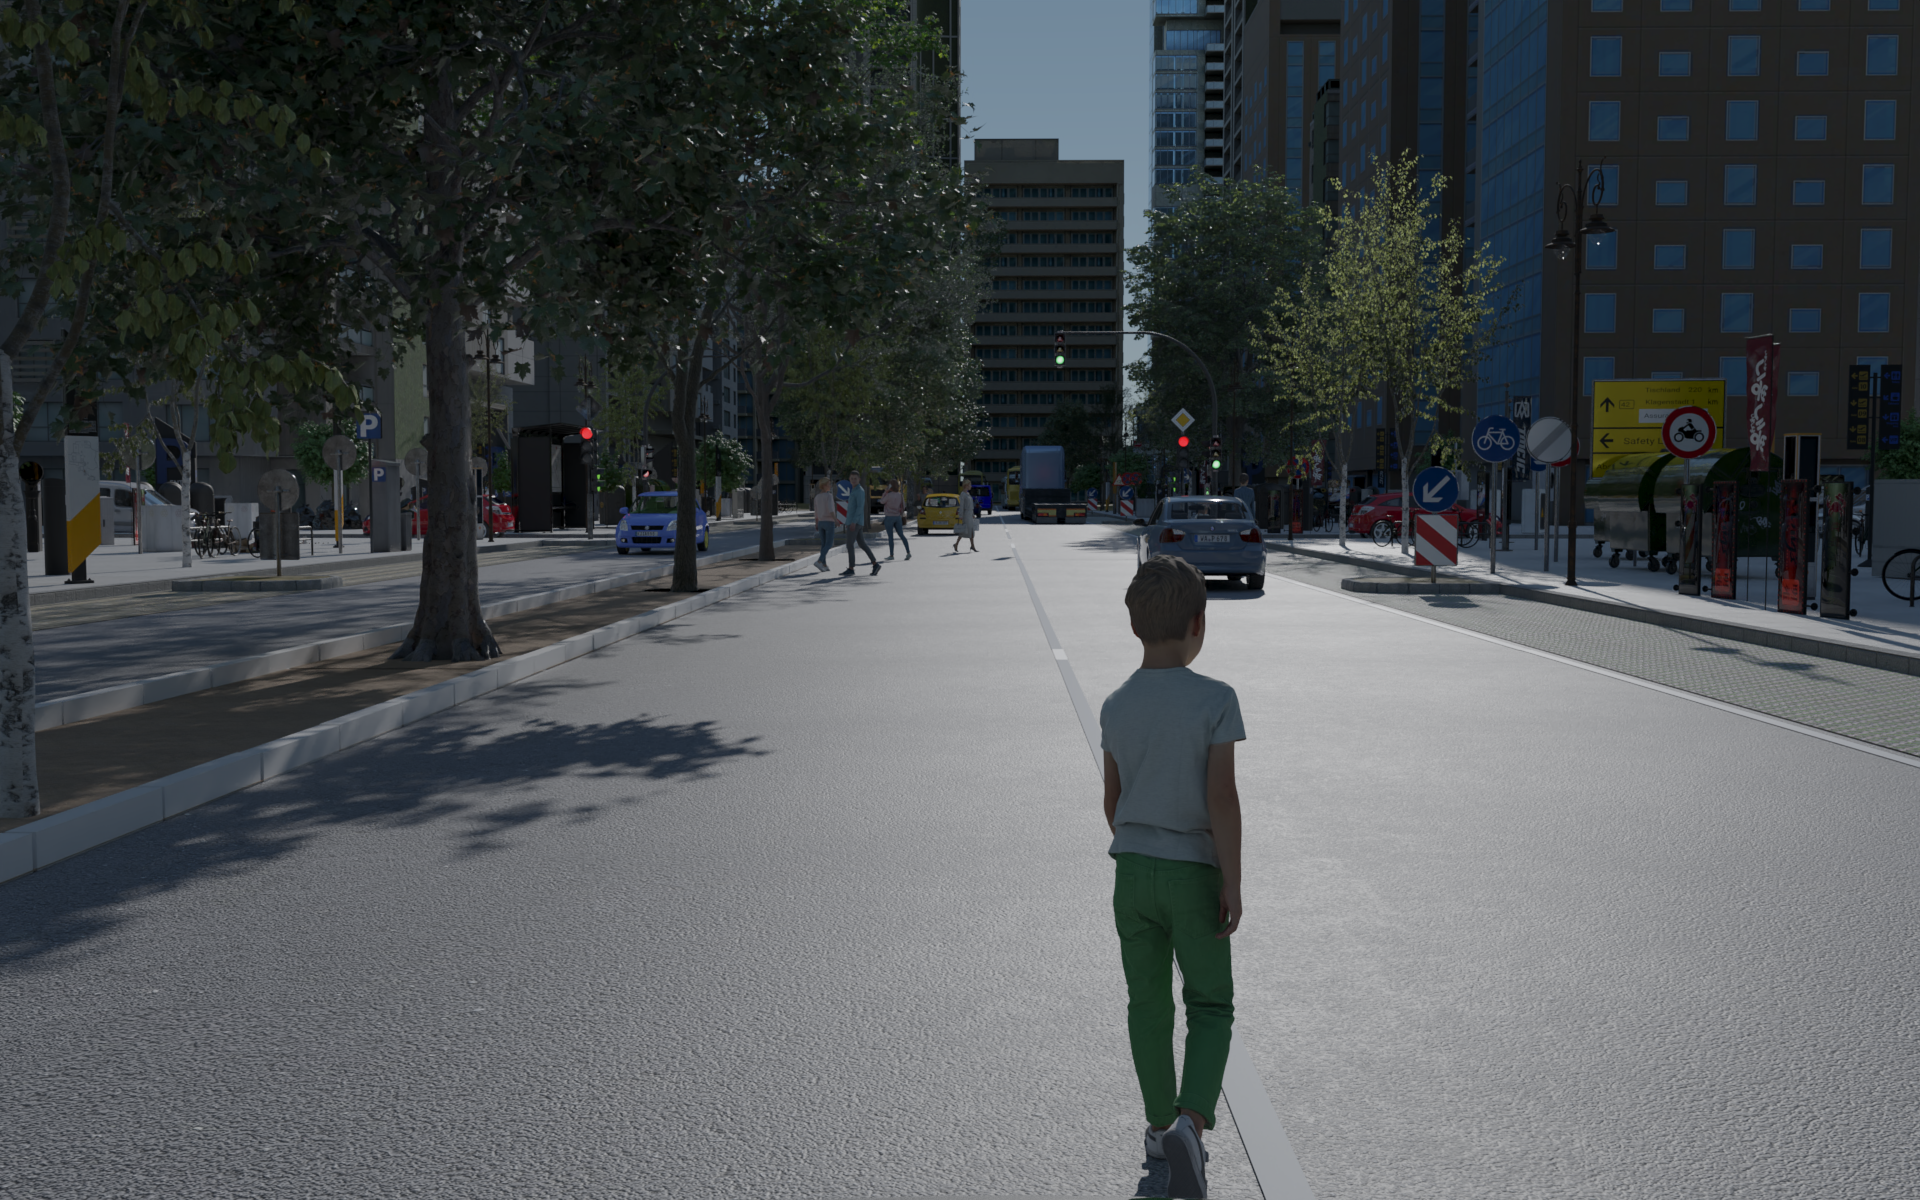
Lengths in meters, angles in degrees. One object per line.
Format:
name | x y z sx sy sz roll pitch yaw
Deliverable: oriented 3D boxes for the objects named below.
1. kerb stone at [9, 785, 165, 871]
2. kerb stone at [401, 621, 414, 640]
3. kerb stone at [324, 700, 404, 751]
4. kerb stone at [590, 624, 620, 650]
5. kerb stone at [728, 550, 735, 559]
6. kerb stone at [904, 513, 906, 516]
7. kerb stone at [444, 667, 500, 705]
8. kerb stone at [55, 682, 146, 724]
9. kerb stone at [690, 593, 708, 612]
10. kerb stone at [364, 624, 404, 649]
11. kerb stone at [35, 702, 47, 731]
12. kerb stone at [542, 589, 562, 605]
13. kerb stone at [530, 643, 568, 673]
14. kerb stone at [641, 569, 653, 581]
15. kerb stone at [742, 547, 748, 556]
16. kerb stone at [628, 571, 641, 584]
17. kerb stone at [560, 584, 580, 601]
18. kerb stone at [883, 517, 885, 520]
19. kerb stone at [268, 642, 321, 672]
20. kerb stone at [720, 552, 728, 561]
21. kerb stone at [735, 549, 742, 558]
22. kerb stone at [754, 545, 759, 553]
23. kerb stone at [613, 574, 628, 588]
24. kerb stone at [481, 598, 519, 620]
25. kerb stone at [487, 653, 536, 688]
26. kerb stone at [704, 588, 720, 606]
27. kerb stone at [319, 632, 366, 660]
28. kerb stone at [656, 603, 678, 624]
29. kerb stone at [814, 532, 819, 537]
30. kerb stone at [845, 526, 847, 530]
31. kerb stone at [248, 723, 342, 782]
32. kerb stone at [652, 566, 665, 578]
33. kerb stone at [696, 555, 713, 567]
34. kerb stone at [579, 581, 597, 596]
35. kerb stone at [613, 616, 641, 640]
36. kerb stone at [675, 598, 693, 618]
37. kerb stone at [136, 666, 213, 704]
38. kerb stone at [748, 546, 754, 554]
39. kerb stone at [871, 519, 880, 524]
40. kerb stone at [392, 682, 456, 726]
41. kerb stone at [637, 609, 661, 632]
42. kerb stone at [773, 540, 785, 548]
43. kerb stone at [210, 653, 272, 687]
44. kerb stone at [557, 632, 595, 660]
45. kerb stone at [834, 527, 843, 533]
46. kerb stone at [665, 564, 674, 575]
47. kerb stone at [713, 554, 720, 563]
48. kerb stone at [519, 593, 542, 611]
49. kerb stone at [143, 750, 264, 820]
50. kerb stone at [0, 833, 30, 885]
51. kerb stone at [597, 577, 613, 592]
kerb stone | -3.558 0.925 7.079 0.120 0.150 1.000 0 4 1
kerb stone | -5.479 0.297 17.337 0.120 0.150 1.000 0 4 1
kerb stone | -3.501 0.737 10.150 0.120 0.150 1.000 0 4 1
kerb stone | -3.392 0.359 16.318 0.120 0.150 1.000 0 4 1
kerb stone | -5.117 -0.959 37.867 0.120 0.150 1.000 0 4 1
kerb stone | -3.642 -6.008 120.423 0.120 0.150 1.000 0 4 1
kerb stone | -3.466 0.612 12.213 0.120 0.150 1.000 0 4 1
kerb stone | -5.585 0.673 11.196 0.120 0.150 1.000 0 4 1
kerb stone | -3.300 0.051 21.447 0.120 0.150 1.000 0 4 1
kerb stone | -5.495 0.360 16.315 0.120 0.150 1.000 0 4 1
kerb stone | -5.604 0.735 10.174 0.120 0.150 1.000 0 4 1
kerb stone | -5.386 -0.013 22.467 0.120 0.150 1.000 0 4 1
kerb stone | -3.434 0.491 14.264 0.120 0.150 1.000 0 4 1
kerb stone | -5.274 -0.389 28.638 0.120 0.150 1.000 0 4 1
kerb stone | -5.074 -1.084 39.922 0.120 0.150 1.000 0 4 1
kerb stone | -5.291 -0.330 27.616 0.120 0.150 1.000 0 4 1
kerb stone | -5.367 -0.080 23.497 0.120 0.150 1.000 0 4 1
kerb stone | -4.165 -4.190 90.704 0.120 0.150 1.000 0 4 1
kerb stone | -5.536 0.485 14.264 0.120 0.150 1.000 0 4 1
kerb stone | -5.128 -0.892 36.842 0.120 0.150 1.000 0 4 1
kerb stone | -5.089 -1.020 38.895 0.120 0.150 1.000 0 4 1
kerb stone | -5.036 -1.209 41.968 0.120 0.150 1.000 0 4 1
kerb stone | -5.303 -0.269 26.589 0.120 0.150 1.000 0 4 1
kerb stone | -5.422 0.109 20.407 0.120 0.150 1.000 0 4 1
kerb stone | -3.449 0.548 13.235 0.120 0.150 1.000 0 4 1
kerb stone | -3.282 -0.017 22.479 0.120 0.150 1.000 0 4 1
kerb stone | -5.513 0.422 15.294 0.120 0.150 1.000 0 4 1
kerb stone | -3.344 0.171 19.401 0.120 0.150 1.000 0 4 1
kerb stone | -4.757 -2.181 57.859 0.120 0.150 1.000 0 4 1
kerb stone | -4.593 -2.743 67.094 0.120 0.150 1.000 0 4 1
kerb stone | -3.518 0.803 9.123 0.120 0.150 1.000 0 4 1
kerb stone | -5.256 -0.457 29.659 0.120 0.150 1.000 0 4 1
kerb stone | -5.158 -0.768 34.789 0.120 0.150 1.000 0 4 1
kerb stone | -5.354 -0.143 24.534 0.120 0.150 1.000 0 4 1
kerb stone | -3.377 0.297 17.340 0.120 0.150 1.000 0 4 1
kerb stone | -3.322 0.112 20.425 0.120 0.150 1.000 0 4 1
kerb stone | -5.572 0.610 12.217 0.120 0.150 1.000 0 4 1
kerb stone | -5.049 -1.147 40.946 0.120 0.150 1.000 0 4 1
kerb stone | -4.238 -3.939 86.595 0.120 0.150 1.000 0 4 1
kerb stone | -3.484 0.675 11.181 0.120 0.150 1.000 0 4 1
kerb stone | -3.357 0.236 18.366 0.120 0.150 1.000 0 4 1
kerb stone | -4.949 -1.523 47.099 0.120 0.150 1.000 0 4 1
kerb stone | -5.546 0.548 13.239 0.120 0.150 1.000 0 4 1
kerb stone | -3.418 0.422 15.291 0.120 0.150 1.000 0 4 1
kerb stone | -4.601 -2.683 66.067 0.120 0.150 1.000 0 4 1
kerb stone | -5.236 -0.520 30.691 0.120 0.150 1.000 0 4 1
kerb stone | -5.149 -0.832 35.819 0.120 0.150 1.000 0 4 1
kerb stone | -5.398 0.046 21.436 0.120 0.150 1.000 0 4 1
kerb stone | -3.541 0.862 8.101 0.120 0.150 1.000 0 4 1
kerb stone | -3.579 0.987 6.055 0.120 0.150 1.000 0 4 1
kerb stone | -5.326 -0.204 25.556 0.120 0.150 1.000 0 4 1
